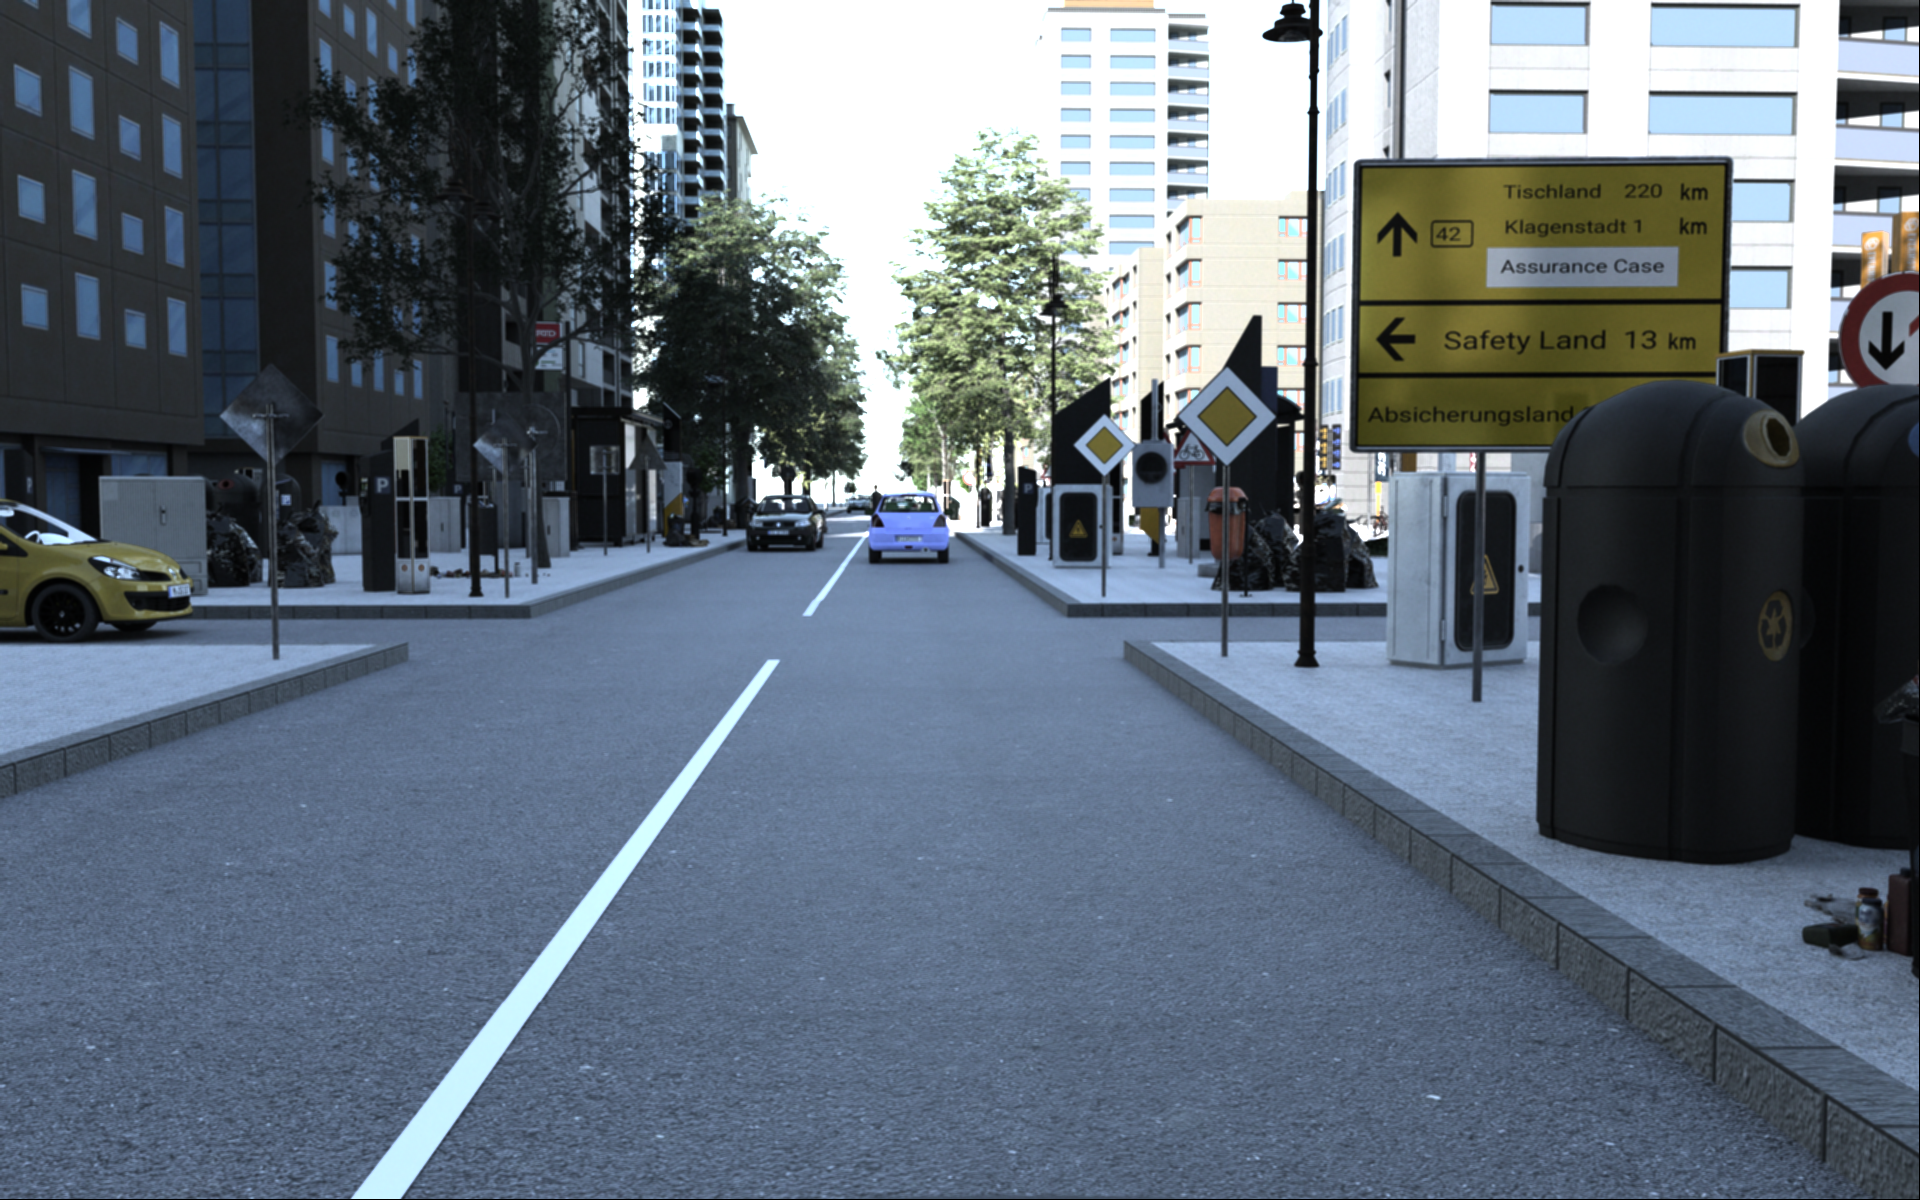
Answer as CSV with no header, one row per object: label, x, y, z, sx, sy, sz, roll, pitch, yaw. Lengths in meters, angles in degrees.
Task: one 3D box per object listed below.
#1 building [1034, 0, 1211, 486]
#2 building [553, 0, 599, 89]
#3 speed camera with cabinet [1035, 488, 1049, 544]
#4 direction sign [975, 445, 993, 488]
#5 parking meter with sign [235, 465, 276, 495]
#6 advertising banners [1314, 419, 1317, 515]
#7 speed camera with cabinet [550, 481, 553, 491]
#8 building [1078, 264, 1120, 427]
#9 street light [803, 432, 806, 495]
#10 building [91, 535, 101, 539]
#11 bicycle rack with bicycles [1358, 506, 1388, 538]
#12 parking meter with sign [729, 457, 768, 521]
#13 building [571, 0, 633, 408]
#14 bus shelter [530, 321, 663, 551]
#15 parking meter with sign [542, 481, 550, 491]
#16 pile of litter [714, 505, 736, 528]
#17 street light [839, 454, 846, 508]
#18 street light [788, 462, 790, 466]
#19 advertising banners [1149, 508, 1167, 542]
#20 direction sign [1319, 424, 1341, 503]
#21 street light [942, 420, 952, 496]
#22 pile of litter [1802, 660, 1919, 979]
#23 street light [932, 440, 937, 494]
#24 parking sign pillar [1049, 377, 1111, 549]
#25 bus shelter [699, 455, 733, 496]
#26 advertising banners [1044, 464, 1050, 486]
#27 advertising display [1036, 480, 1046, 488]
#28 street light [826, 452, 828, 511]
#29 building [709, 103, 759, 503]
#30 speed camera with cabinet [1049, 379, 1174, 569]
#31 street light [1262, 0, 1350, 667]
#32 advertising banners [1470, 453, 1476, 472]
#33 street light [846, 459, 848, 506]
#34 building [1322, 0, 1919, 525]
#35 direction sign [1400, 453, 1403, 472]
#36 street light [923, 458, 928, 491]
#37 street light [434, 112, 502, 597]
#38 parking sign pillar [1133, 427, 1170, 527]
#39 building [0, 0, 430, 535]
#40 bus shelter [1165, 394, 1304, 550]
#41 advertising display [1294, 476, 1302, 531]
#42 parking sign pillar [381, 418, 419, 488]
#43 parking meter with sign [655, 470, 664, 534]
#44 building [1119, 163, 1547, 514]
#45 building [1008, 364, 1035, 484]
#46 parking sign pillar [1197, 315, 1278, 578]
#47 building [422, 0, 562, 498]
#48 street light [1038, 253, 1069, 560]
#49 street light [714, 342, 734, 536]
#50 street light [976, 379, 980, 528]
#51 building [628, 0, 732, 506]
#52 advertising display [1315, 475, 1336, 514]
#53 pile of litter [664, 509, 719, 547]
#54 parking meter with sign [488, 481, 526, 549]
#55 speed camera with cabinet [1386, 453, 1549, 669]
building,19.718,-41.041,213.021,21.231,58.520,28.212,0,4,-2
building,-37.834,-31.745,108.261,28.713,52.752,27.495,0,4,-2
speed camera with cabinet,2.792,-3.089,44.839,2.038,3.252,0.660,-2,4,-32
direction sign,1.131,-5.418,80.580,0.876,3.537,0.379,1,4,22
parking meter with sign,-21.358,-3.408,51.981,0.543,3.016,1.738,3,5,44
advertising banners,8.150,-2.671,39.857,0.090,3.025,2.074,1,4,15
speed camera with cabinet,-19.042,-5.302,81.020,2.038,3.252,0.660,3,4,38
building,25.169,-18.359,145.208,27.650,21.520,28.899,0,4,-2
street light,-8.818,-7.659,98.014,0.468,5.910,1.993,0,4,-2
building,-28.677,-23.968,41.989,14.600,45.320,14.200,0,4,-2
bicycle rack with bicycles,13.241,-2.354,51.865,2.925,0.926,2.852,0,4,-2
parking meter with sign,-9.895,-5.183,81.002,1.738,3.016,0.543,-1,4,-20
building,-33.983,-42.435,132.072,20.563,71.187,20.611,0,4,-2
bus shelter,-8.970,-3.993,42.912,2.179,5.291,8.768,0,4,-2
parking meter with sign,-18.476,-4.899,76.361,0.543,3.016,1.738,3,5,40
pile of litter,-8.904,-3.159,65.612,1.176,0.858,1.719,3,4,38
street light,-11.063,-11.505,160.893,0.468,5.910,1.993,0,4,-2
street light,-8.370,-6.850,84.793,0.468,5.910,1.993,0,4,-2
advertising banners,5.134,-3.019,45.553,0.090,3.025,2.074,-1,4,-8
direction sign,12.059,-3.946,56.516,0.379,3.537,0.876,-3,4,-38
street light,-0.943,-8.400,110.121,0.468,5.910,1.993,0,4,-2
pile of litter,2.943,0.573,4.602,1.176,0.858,1.719,1,4,11
street light,-2.055,-10.309,141.341,0.468,5.910,1.993,0,4,-2
parking sign pillar,2.792,-3.148,39.949,1.447,3.967,1.447,0,4,-6
bus shelter,-12.426,-5.595,85.395,2.014,3.302,5.546,0,4,-2
advertising banners,4.059,-5.815,91.268,0.090,3.025,2.074,-3,5,-40
advertising display,4.189,-5.078,88.242,0.123,1.923,0.974,1,4,22
street light,-9.979,-9.587,129.541,0.468,5.910,1.993,0,4,-2
building,-42.650,-39.631,237.199,28.713,52.752,27.495,0,4,-2
speed camera with cabinet,2.645,-2.174,29.887,2.038,3.252,0.660,1,4,12
street light,2.583,-2.443,12.724,0.468,5.910,1.993,0,4,-2
advertising banners,17.359,-3.740,57.332,0.090,3.025,2.074,-1,4,-11
street light,-11.862,-12.743,181.138,0.468,5.910,1.993,0,4,-2
building,26.516,-32.496,73.307,21.231,58.520,28.212,0,4,-2
direction sign,15.886,-4.298,62.267,0.379,3.537,0.876,0,4,7
street light,-4.055,-13.459,192.839,0.468,5.910,1.993,0,4,-2
street light,-6.058,-2.980,21.506,0.468,5.910,1.993,0,4,-2
parking sign pillar,7.481,-4.841,67.625,1.447,3.967,1.447,0,4,5
building,-28.856,-25.324,64.155,14.600,45.320,14.200,0,4,-2
bus shelter,5.792,-2.627,36.872,2.014,3.302,5.546,0,4,-2
advertising display,11.541,-3.389,60.625,0.123,1.923,0.974,-3,5,-44
parking sign pillar,-19.798,-4.449,61.212,1.447,3.967,1.447,-2,4,-33
parking meter with sign,-9.859,-3.629,55.599,1.738,3.016,0.543,0,4,4
building,26.521,-16.597,116.393,27.650,21.520,28.899,0,4,-2
building,21.415,-24.324,242.734,27.650,21.520,28.899,0,4,-2
parking sign pillar,4.429,-2.349,26.874,1.447,3.967,1.447,-1,4,-16
building,-28.461,-19.269,86.750,14.160,30.474,14.107,0,4,-2
street light,1.803,-3.712,33.474,0.468,5.910,1.993,0,4,-2
street light,-7.179,-4.889,52.726,0.468,5.910,1.993,0,4,-2
street light,0.677,-5.621,64.693,0.468,5.910,1.993,0,4,-2
building,-38.238,-54.671,206.549,22.319,86.520,31.000,0,4,-2
advertising display,11.928,-3.179,57.195,0.974,1.923,0.123,-1,4,-12
pile of litter,-6.723,-1.746,42.511,1.176,0.858,1.719,0,4,2
parking meter with sign,-10.674,-2.730,40.891,0.543,3.016,1.738,1,4,17
speed camera with cabinet,4.210,-1.159,13.291,2.038,3.252,0.660,-2,4,-33
